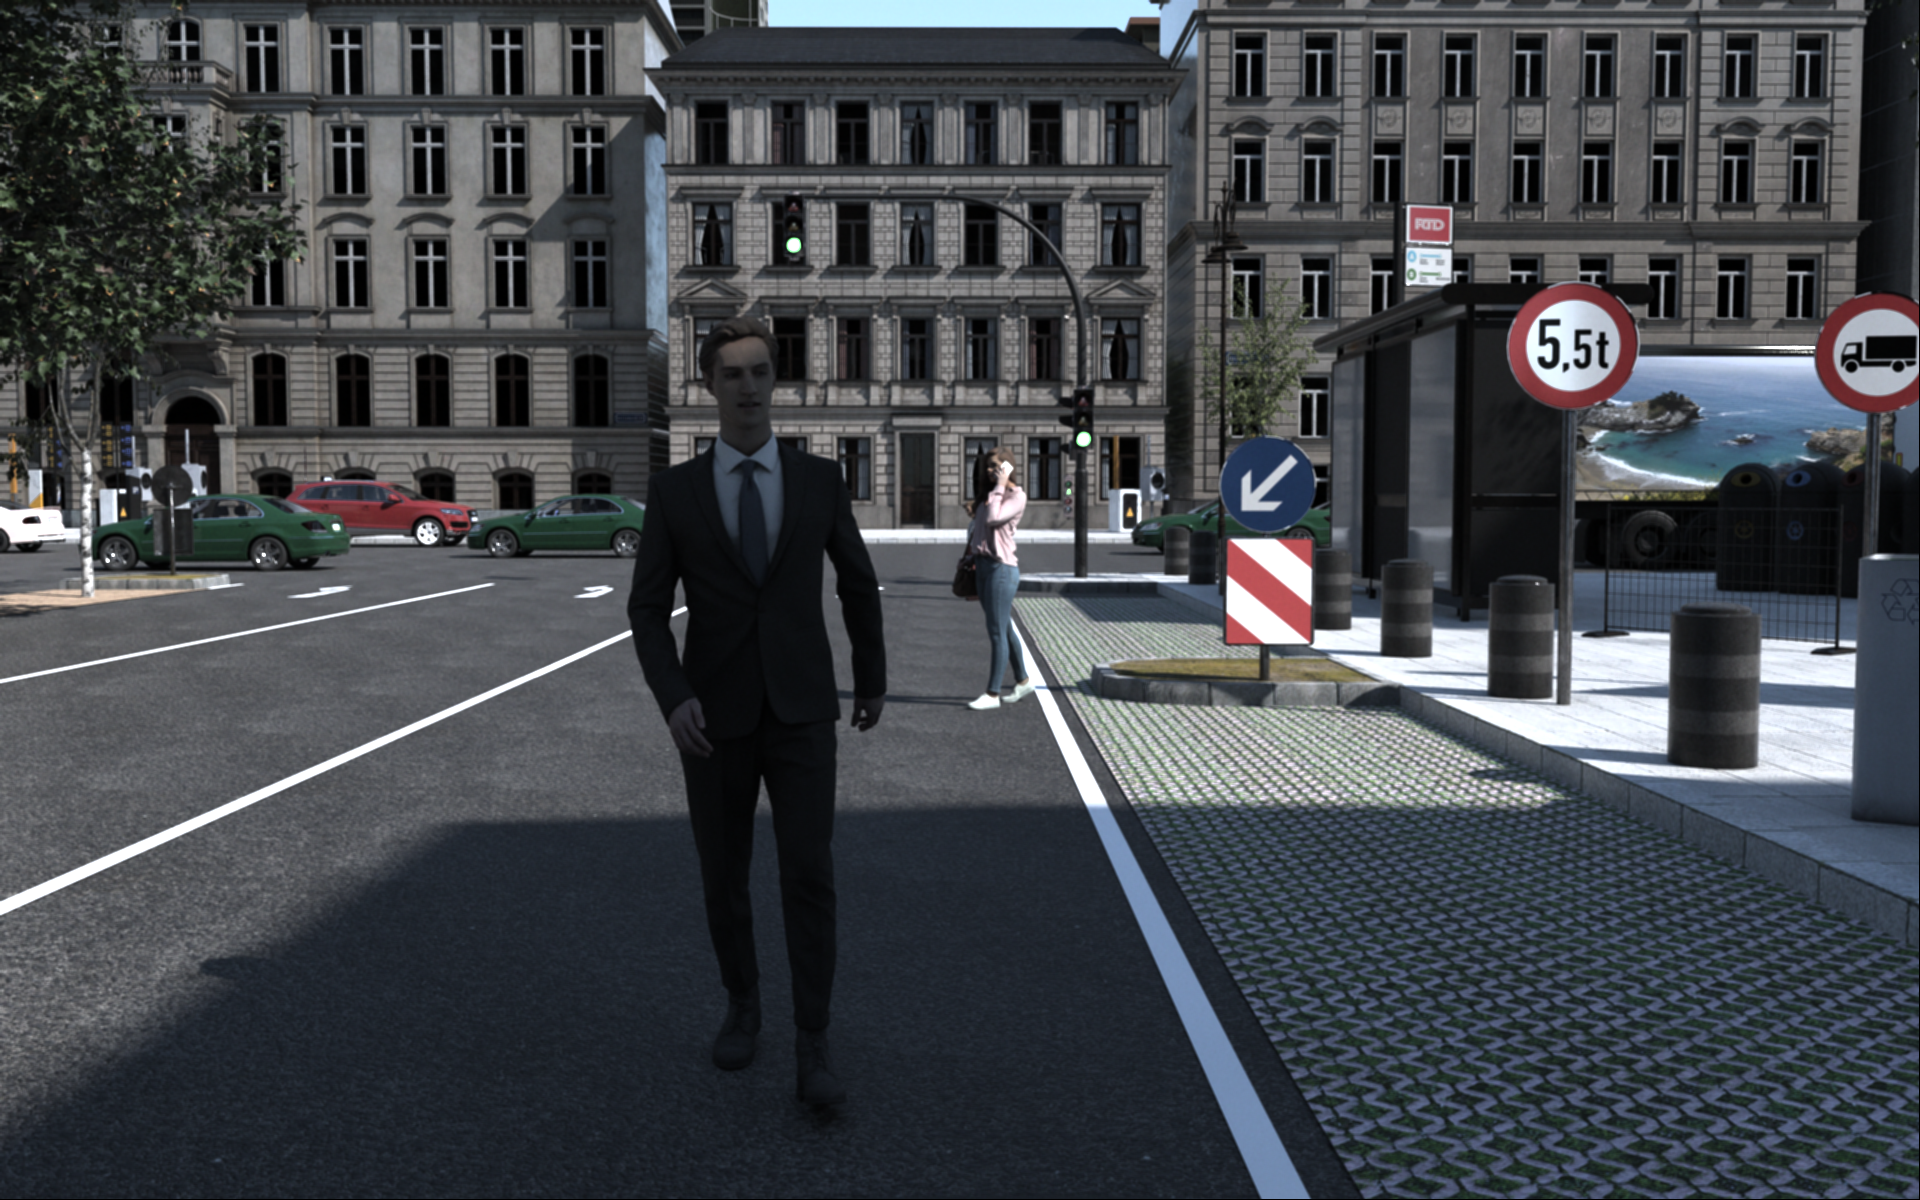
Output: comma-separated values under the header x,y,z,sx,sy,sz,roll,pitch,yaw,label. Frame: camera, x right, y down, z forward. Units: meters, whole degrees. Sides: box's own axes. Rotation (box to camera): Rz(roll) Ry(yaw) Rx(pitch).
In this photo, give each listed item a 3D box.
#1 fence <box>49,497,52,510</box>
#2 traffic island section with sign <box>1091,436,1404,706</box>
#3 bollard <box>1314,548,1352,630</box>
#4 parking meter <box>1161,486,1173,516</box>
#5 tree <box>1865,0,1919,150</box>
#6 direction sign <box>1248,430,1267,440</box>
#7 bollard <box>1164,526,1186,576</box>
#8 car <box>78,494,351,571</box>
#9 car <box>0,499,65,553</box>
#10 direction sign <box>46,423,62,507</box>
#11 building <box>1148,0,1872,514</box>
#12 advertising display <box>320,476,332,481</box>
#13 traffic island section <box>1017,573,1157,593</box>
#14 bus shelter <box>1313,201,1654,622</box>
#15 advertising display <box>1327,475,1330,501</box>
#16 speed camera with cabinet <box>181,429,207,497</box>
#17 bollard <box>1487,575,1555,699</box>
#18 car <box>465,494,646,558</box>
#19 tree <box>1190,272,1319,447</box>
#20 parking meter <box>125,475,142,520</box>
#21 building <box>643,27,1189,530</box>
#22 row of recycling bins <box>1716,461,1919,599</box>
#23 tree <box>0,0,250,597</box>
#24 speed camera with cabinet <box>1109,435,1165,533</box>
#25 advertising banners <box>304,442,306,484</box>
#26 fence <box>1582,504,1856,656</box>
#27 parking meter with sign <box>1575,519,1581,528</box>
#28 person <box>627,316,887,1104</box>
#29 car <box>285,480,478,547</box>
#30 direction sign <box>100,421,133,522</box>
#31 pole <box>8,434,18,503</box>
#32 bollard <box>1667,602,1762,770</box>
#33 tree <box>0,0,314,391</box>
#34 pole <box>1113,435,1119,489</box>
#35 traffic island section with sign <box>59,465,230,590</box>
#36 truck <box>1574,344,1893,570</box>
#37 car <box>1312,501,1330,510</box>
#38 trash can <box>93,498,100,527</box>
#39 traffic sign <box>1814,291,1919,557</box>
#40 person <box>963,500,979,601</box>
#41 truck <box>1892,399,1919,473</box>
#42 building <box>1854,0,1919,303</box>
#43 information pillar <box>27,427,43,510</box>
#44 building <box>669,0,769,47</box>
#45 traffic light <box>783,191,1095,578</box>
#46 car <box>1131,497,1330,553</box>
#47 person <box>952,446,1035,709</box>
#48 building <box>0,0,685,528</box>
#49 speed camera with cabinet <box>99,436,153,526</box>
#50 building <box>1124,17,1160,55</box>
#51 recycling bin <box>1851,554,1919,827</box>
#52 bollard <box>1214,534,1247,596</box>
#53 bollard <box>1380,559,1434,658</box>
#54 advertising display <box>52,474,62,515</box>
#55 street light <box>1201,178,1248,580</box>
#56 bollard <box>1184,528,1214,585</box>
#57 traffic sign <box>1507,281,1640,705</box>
x,y,z,sx,sy,sz,roll,pitch,yaw,label
-48.043,-4.816,89.939,2.264,1.192,0.480,-2,4,-31,fence
1.984,-0.241,12.567,1.989,1.847,2.006,0,4,0,traffic island section with sign
3.523,-0.107,16.474,0.404,0.777,0.398,0,3,0,bollard
6.658,-2.898,55.788,0.372,1.533,0.369,0,3,0,parking meter
10.586,-4.027,16.198,4.360,8.622,3.978,0,3,0,tree
10.595,-4.267,61.760,0.876,3.537,0.379,-2,4,-31,direction sign
3.437,-0.778,27.441,0.404,0.777,0.398,0,3,0,bollard
-14.177,-1.293,32.940,4.920,1.459,2.131,0,4,0,car
-24.619,-1.843,42.499,4.827,1.381,2.083,0,4,-2,car
-29.183,-3.907,55.878,0.379,3.537,0.876,0,4,-2,direction sign
20.603,-16.586,68.437,25.104,27.353,12.463,0,4,0,building
-22.746,-3.487,62.231,0.123,1.923,0.974,0,4,-3,advertising display
1.867,-0.262,26.562,2.009,0.180,2.903,0,4,0,traffic island section
5.798,-2.685,21.529,2.179,5.291,8.768,0,4,-1,bus shelter
12.399,-3.234,58.084,0.123,1.923,0.974,1,4,9,advertising display
-23.244,-3.536,52.157,0.660,3.252,2.038,-1,4,-9,speed camera with cabinet
3.562,0.228,10.995,0.404,0.777,0.398,0,3,0,bollard
-8.766,-1.691,39.439,4.920,1.459,2.131,0,4,0,car
9.784,-6.513,56.857,4.737,8.622,4.395,0,3,0,tree
-25.533,-2.926,53.548,0.255,1.863,0.399,2,4,34,parking meter
-1.579,-12.363,66.755,19.286,19.102,10.561,0,4,0,building
11.127,-0.903,21.872,1.069,1.692,3.534,-2,4,-25,row of recycling bins
-12.079,-4.349,23.932,4.360,8.622,3.978,0,3,0,tree
5.917,-3.884,57.832,2.038,3.252,0.660,-3,4,-36,speed camera with cabinet
-22.319,-3.852,59.167,0.090,3.025,2.074,-1,4,-18,advertising banners
6.450,-0.218,14.767,0.480,1.192,2.264,-3,4,-36,fence
21.208,-3.772,57.927,1.738,3.016,0.543,-1,4,-9,parking meter with sign
-0.467,0.251,4.179,0.659,1.850,0.755,-1,4,-10,person
-15.893,-2.372,47.462,5.304,1.827,2.281,0,4,1,car
-26.265,-3.792,53.998,0.876,3.537,0.379,-1,4,-20,direction sign
-32.161,-3.976,58.851,0.158,3.312,0.155,0,3,0,pole
3.584,0.397,8.234,0.404,0.777,0.398,0,3,0,bollard
-11.883,-5.949,16.737,9.611,12.733,9.660,0,3,0,tree
5.432,-4.069,60.365,0.158,3.312,0.155,0,3,0,pole
-12.411,-1.135,26.696,2.006,1.907,1.989,0,4,0,traffic island section with sign
16.278,-2.746,33.811,11.283,4.237,2.839,0,4,-2,truck
10.492,-2.109,46.274,4.920,1.459,2.131,0,3,0,car
-29.245,-2.915,59.318,0.748,1.137,0.748,0,3,0,trash can
5.782,-0.665,10.983,0.768,2.556,0.104,1,4,8,traffic sign
0.176,-0.676,23.468,0.340,1.345,0.435,-1,4,-23,person
22.314,-2.514,30.014,11.283,4.237,2.839,0,4,-2,truck
44.137,-15.300,68.171,19.932,24.808,12.078,0,4,0,building
-31.465,-4.131,58.899,0.504,3.616,0.183,1,4,11,information pillar
-36.490,-48.422,229.955,20.611,71.187,20.563,0,4,0,building
-0.265,-3.157,26.291,4.771,5.953,1.251,0,4,0,traffic light
6.534,-1.802,41.256,4.920,1.459,2.131,0,4,-2,car
0.290,-0.160,11.707,0.643,1.750,0.593,-2,4,-27,person
-28.605,-15.314,69.466,34.723,24.649,14.460,0,4,0,building
-28.128,-3.919,58.418,0.660,3.252,2.038,1,4,10,speed camera with cabinet
25.446,-30.885,159.589,22.147,44.769,28.867,0,4,0,building
3.996,0.347,6.882,0.722,1.027,0.722,2,4,33,recycling bin
3.484,-0.443,21.952,0.404,0.777,0.398,0,3,0,bollard
3.544,0.060,13.734,0.404,0.777,0.398,0,3,0,bollard
-29.838,-3.181,57.229,0.123,1.923,0.974,-1,4,-19,advertising display
3.906,-3.238,25.729,0.468,5.910,1.993,0,4,0,street light
3.460,-0.610,24.691,0.404,0.777,0.398,0,3,0,bollard
3.679,-0.634,10.477,0.768,2.556,0.104,0,4,7,traffic sign
